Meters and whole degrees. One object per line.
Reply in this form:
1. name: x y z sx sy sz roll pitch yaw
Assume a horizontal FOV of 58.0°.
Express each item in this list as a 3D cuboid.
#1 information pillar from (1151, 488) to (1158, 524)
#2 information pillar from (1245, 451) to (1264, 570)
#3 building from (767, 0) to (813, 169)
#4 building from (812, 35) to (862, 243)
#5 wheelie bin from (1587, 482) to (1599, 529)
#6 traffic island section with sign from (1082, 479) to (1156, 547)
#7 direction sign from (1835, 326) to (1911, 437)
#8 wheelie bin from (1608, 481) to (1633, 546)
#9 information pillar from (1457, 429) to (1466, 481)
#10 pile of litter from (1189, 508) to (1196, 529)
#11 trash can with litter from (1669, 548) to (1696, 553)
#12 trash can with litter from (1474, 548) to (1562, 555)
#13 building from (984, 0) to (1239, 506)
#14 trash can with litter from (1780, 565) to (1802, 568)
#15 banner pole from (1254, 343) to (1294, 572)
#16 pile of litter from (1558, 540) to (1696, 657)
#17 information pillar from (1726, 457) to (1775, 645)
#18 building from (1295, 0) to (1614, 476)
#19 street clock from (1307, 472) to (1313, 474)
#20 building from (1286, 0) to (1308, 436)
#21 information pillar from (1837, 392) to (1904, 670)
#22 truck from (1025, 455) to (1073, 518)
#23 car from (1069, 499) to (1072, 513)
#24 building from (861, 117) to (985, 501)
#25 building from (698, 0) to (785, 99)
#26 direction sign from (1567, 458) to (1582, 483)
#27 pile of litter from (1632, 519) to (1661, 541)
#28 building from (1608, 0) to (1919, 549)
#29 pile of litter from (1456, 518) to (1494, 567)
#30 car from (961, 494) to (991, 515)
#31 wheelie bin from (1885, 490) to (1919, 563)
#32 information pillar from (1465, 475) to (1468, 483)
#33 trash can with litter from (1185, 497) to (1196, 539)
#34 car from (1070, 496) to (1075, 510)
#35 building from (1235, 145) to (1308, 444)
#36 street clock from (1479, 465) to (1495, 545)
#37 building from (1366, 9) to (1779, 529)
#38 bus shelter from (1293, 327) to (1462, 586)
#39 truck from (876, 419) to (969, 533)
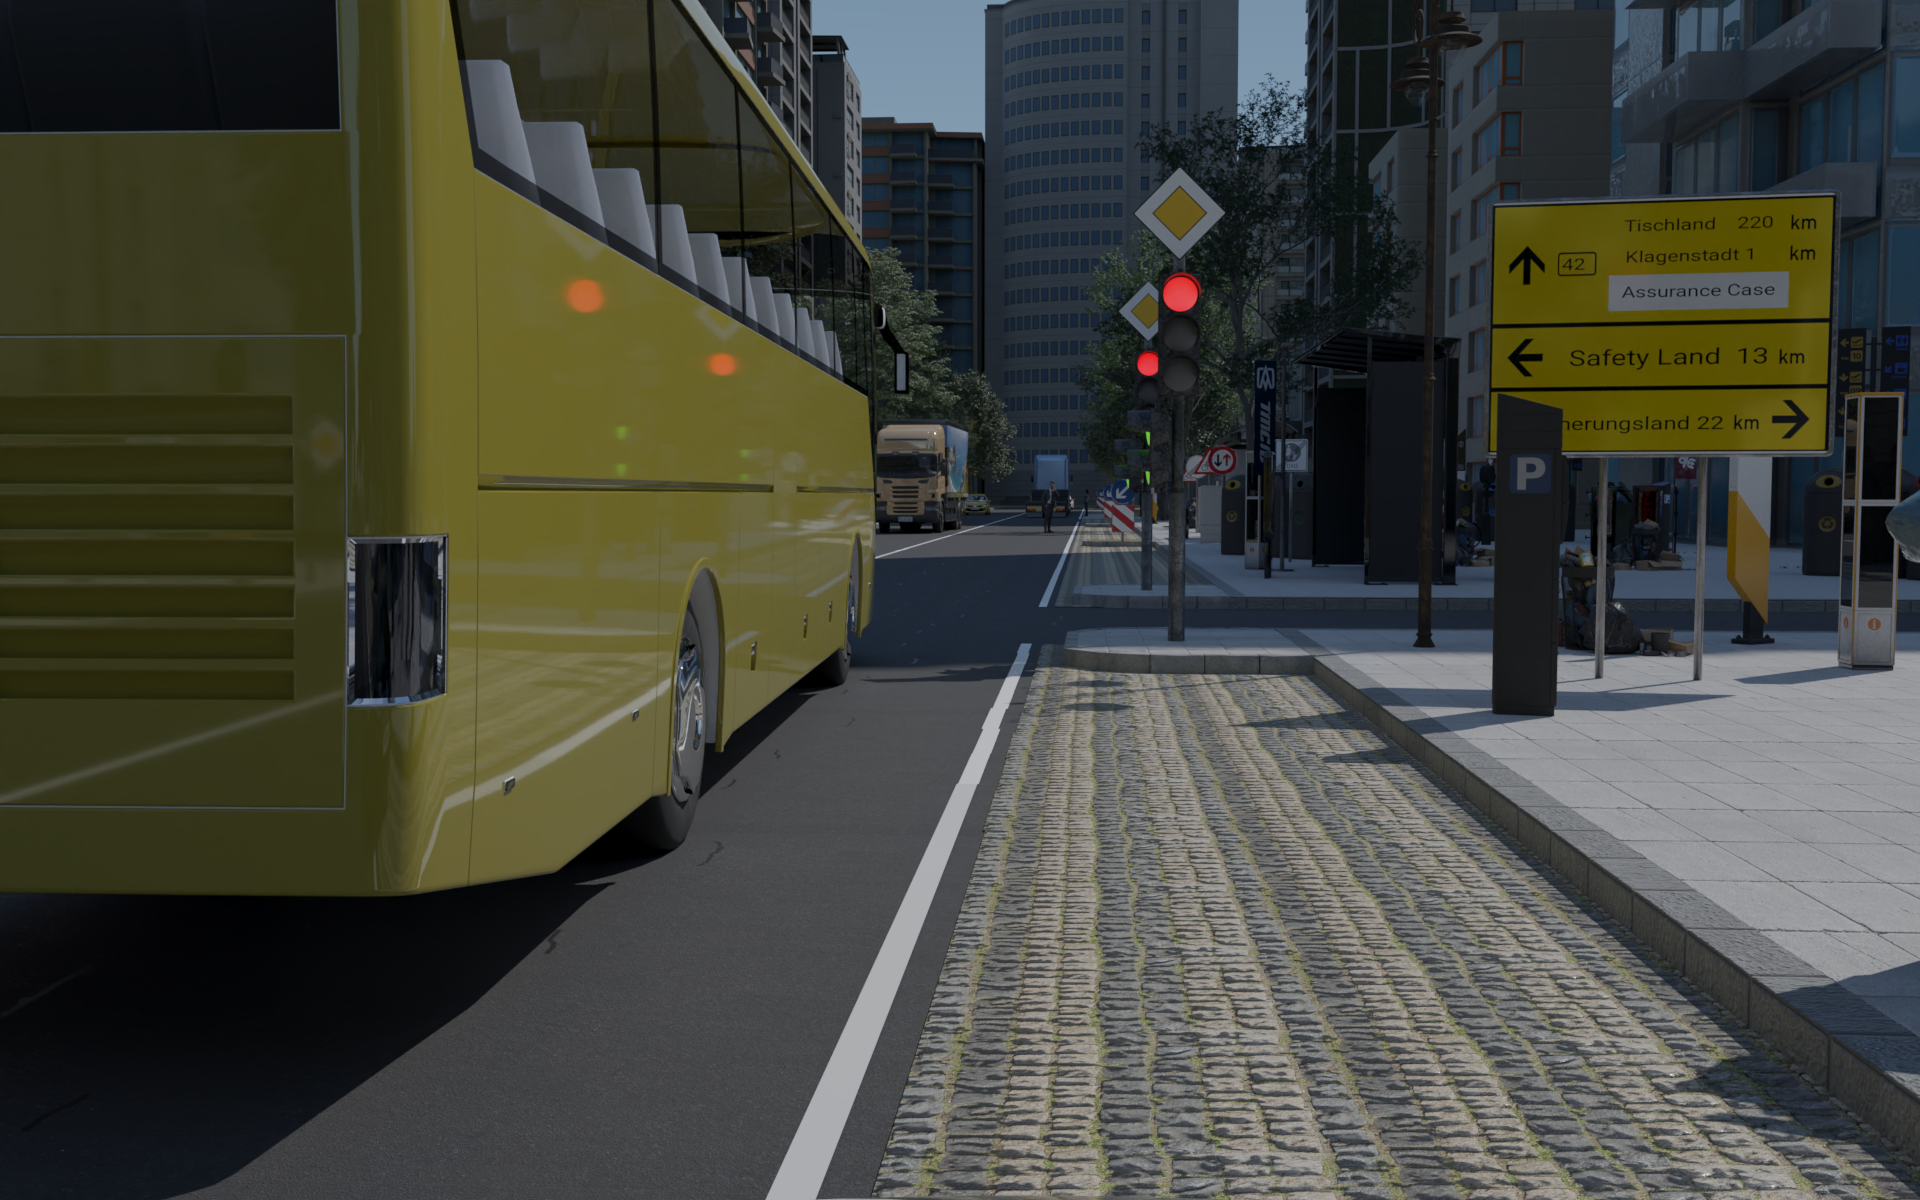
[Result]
1. information pillar: 8.293 -5.071 74.258 0.183 3.616 0.504 -2 4 -24
2. information pillar: 5.052 -1.526 29.435 0.304 2.012 0.304 3 5 44
3. building: -20.469 -42.835 138.605 20.563 71.187 20.611 0 4 4
4. building: -16.315 -29.011 157.928 14.086 41.232 14.154 0 4 4
5. wheelie bin: 16.490 -2.228 44.344 0.980 1.594 0.693 -2 4 -33
6. traffic island section with sign: 4.360 -2.386 47.637 1.989 1.847 2.006 0 4 4
7. direction sign: 12.415 -1.934 23.622 0.876 3.537 0.379 2 4 28
8. wheelie bin: 16.246 -2.123 42.619 0.693 1.594 0.980 2 4 26
9. information pillar: 17.945 -4.339 62.290 0.504 3.616 0.183 3 5 39
10. pile of litter: 8.850 -3.092 64.527 1.176 0.858 1.719 0 4 -2
11. trash can with litter: 15.446 -1.687 38.640 1.678 1.210 2.233 1 4 17
12. trash can with litter: 11.421 -1.530 36.072 2.233 1.210 1.678 2 4 26
13. building: 17.132 -40.324 201.297 28.212 58.520 21.231 0 4 4
14. trash can with litter: 15.286 -1.136 29.633 2.233 1.210 1.678 2 4 28
15. banner pole: 5.161 -2.360 28.611 0.863 3.779 0.401 -2 4 -30
16. pile of litter: 5.403 -0.029 14.432 1.176 0.858 1.719 0 4 -4
17. information pillar: 6.738 -1.429 14.719 0.504 3.616 0.183 -2 4 -32
18. building: 33.188 -41.619 118.726 20.563 71.187 20.611 0 4 4
19. street clock: 11.457 -3.167 56.353 0.471 2.002 0.358 1 4 16
20. building: 37.358 -50.832 143.776 22.319 86.520 31.000 0 4 4
21. information pillar: 6.665 -0.501 12.688 0.304 2.012 0.304 1 4 8
22. truck: 5.812 -7.523 112.758 2.967 4.110 18.799 0 4 4
23. car: 7.416 -7.352 129.988 2.009 1.686 4.222 0 4 6
24. building: -11.298 -33.616 204.244 28.867 44.769 22.147 0 4 4
25. building: -23.766 -28.151 114.896 22.147 44.769 28.867 0 4 4
26. direction sign: 20.526 -4.057 58.322 0.876 3.537 0.379 -1 4 -8
27. pile of litter: 11.721 -0.939 29.322 1.719 0.858 1.176 1 4 21
28. building: 32.640 -25.925 43.489 30.456 49.044 23.786 0 4 4
29. pile of litter: 9.334 -1.055 31.222 1.719 0.858 1.176 -3 5 -44
30. car: 1.132 -6.558 117.449 2.015 1.641 3.980 0 4 4
31. wheelie bin: 2.979 0.204 4.573 0.980 1.594 0.693 1 4 22
32. information pillar: 18.998 -3.730 65.484 0.304 2.012 0.304 2 4 35
33. trash can with litter: 6.319 -2.316 49.251 0.624 1.170 1.055 1 4 10
34. car: 9.339 -8.832 156.764 2.083 1.381 4.827 0 4 5
35. building: 38.329 -31.398 196.944 14.086 41.232 14.154 0 4 4
36. street clock: 13.253 -2.385 43.572 0.358 2.002 0.471 3 5 40
37. building: 34.108 -14.108 75.705 27.650 21.520 28.899 0 4 4
38. bus shelter: 6.465 -2.209 27.396 1.731 3.624 6.357 0 4 4
39. truck: -1.447 -4.784 67.127 2.839 4.237 11.283 0 4 6
